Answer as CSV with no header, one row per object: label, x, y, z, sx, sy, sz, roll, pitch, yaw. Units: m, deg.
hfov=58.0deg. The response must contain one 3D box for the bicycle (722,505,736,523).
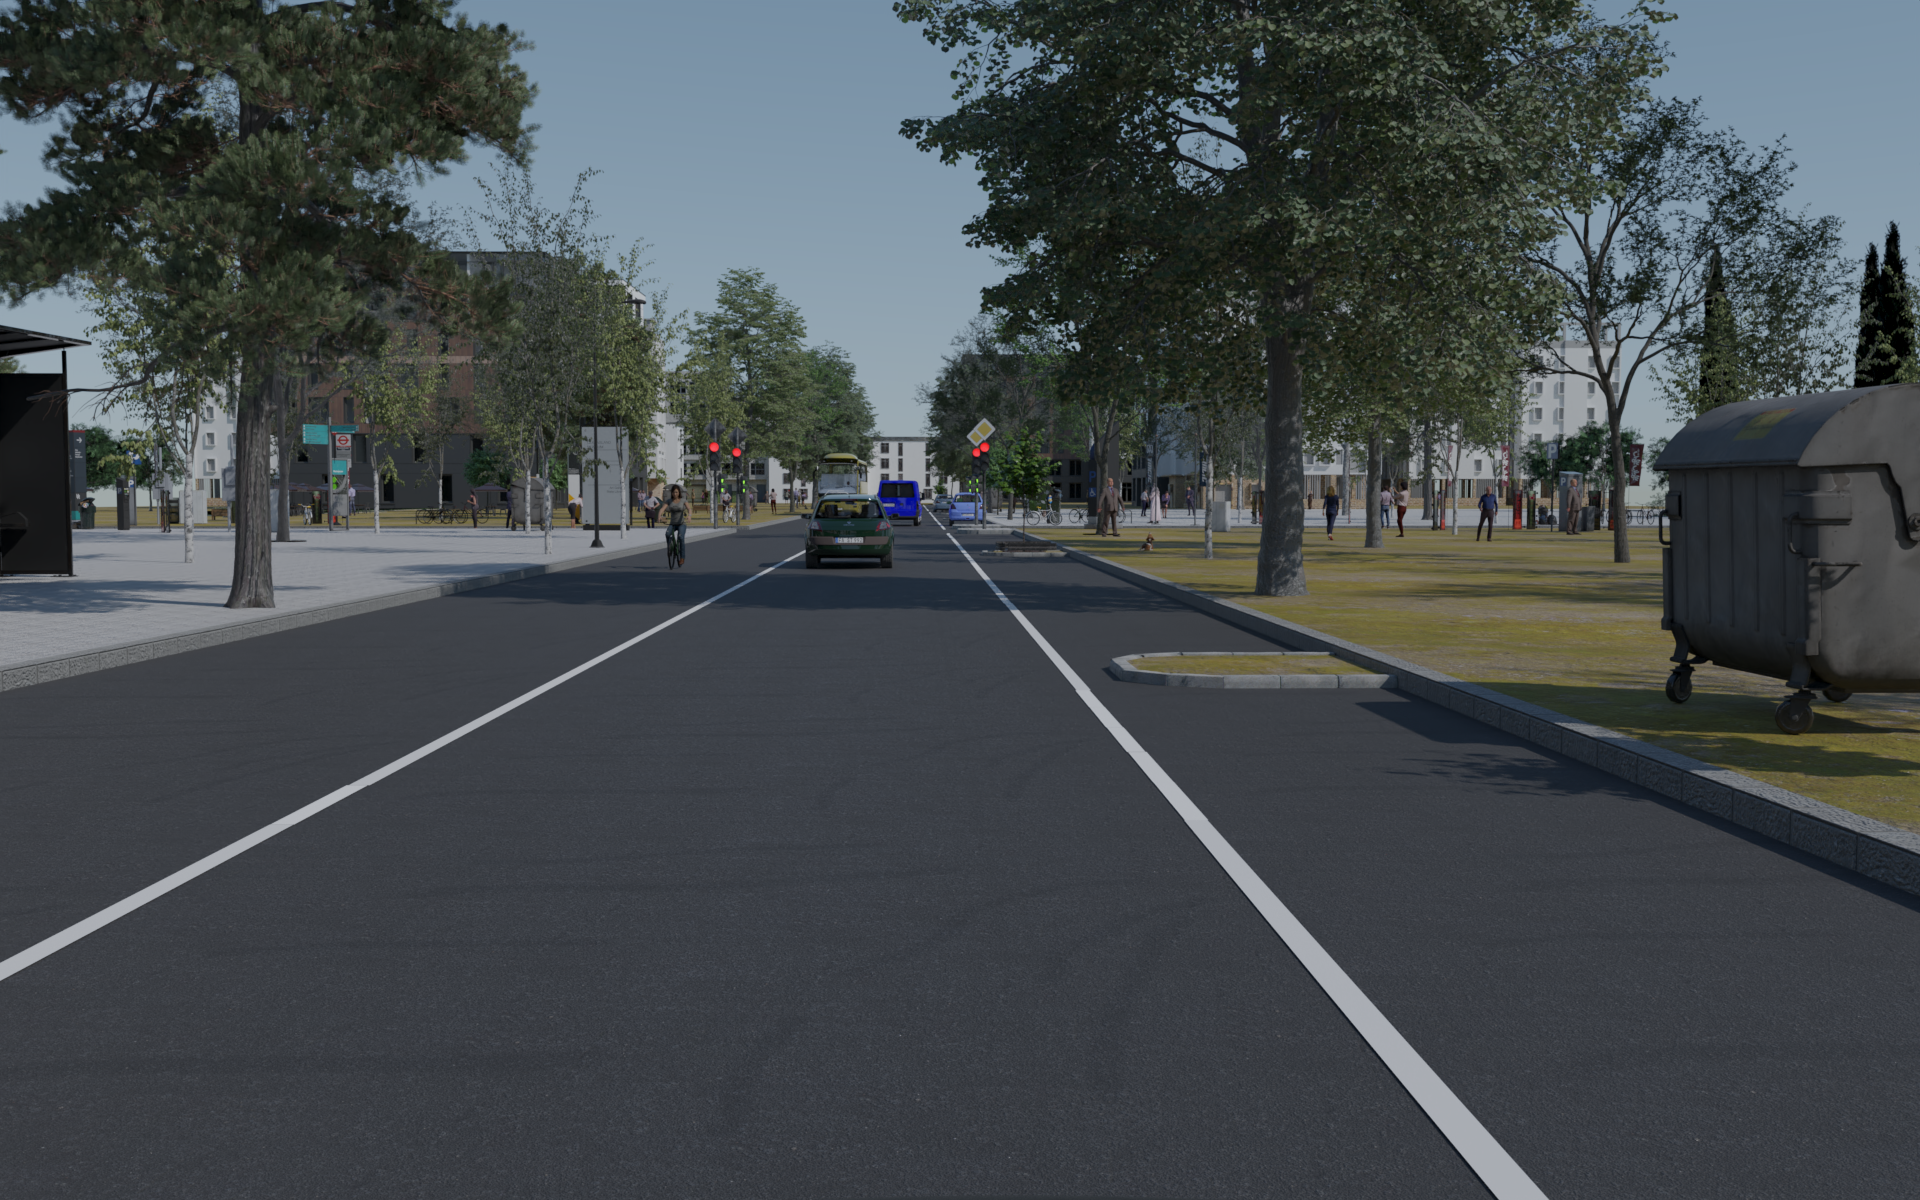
bicycle,-10.241,-3.898,76.951,0.635,0.972,1.543,1,4,15

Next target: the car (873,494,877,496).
car,-9.283,-11.117,193.771,2.014,1.417,4.499,0,4,-2

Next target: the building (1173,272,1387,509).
building,27.964,-18.147,153.116,16.016,20.091,11.380,0,4,-2

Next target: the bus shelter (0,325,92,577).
bus shelter,-14.150,-1.983,23.707,1.731,3.624,6.357,0,4,-2

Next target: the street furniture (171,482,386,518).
street furniture,-44.346,-6.266,107.484,14.083,1.986,27.439,0,4,-6

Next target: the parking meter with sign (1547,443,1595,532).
parking meter with sign,20.952,-3.858,59.336,1.738,3.016,0.543,-1,4,-23

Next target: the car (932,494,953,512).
car,-1.237,-7.644,136.978,2.014,1.417,4.499,0,4,-2

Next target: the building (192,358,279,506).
building,-77.373,-20.673,194.421,11.380,20.091,16.016,0,4,-2

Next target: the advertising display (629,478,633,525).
advertising display,-13.510,-4.029,71.083,0.123,1.923,0.974,-1,4,-12

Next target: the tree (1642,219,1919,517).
tree,45.050,-11.554,90.734,18.604,14.587,13.155,2,4,34

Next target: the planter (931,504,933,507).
planter,-2.759,-10.977,200.615,1.991,0.319,1.994,0,4,-2

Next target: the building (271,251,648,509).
building,-45.796,-19.452,162.012,27.936,21.610,32.646,0,4,-2

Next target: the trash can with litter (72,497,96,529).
trash can with litter,-31.907,-3.150,62.898,1.055,1.170,0.624,1,4,22

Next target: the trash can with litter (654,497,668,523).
trash can with litter,-13.325,-4.015,77.028,0.624,1.170,1.055,-3,5,-42

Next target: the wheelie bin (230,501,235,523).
wheelie bin,-31.577,-4.141,75.617,0.693,1.594,0.980,-2,4,-35

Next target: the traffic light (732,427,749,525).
traffic light,-9.100,-5.002,71.020,0.839,4.213,0.868,0,4,-2

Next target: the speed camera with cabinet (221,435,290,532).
speed camera with cabinet,-23.663,-3.904,58.168,2.038,3.252,0.660,0,4,-1

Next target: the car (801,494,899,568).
car,-2.210,-1.528,34.771,2.009,1.686,4.222,0,4,-3

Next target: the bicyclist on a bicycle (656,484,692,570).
bicyclist on a bicycle,-5.449,-1.419,33.214,1.499,1.676,1.625,0,3,0

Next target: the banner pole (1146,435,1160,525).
banner pole,8.108,-5.078,73.047,0.401,3.779,0.863,-3,4,-37

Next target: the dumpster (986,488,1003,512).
dumpster,2.437,-7.182,123.182,1.264,1.857,1.865,0,4,-2

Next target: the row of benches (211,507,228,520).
row of benches,-36.194,-4.278,85.401,4.104,0.672,1.422,-1,4,-14

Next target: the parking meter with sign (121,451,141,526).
parking meter with sign,-33.850,-4.545,70.572,0.543,3.016,1.738,-3,4,-39

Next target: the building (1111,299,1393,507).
building,32.320,-21.065,188.386,27.936,21.610,32.646,0,4,-2

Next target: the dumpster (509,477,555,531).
dumpster,-14.919,-3.340,60.366,1.264,1.857,1.865,0,4,-2

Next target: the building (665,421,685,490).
building,-46.160,-15.658,198.152,28.070,9.664,9.099,0,4,-2

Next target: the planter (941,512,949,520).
planter,0.042,-4.582,96.058,1.991,0.319,1.994,0,4,-2

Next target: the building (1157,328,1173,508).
building,27.137,-18.914,165.665,16.016,20.091,11.380,0,4,-2

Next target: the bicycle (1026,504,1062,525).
bicycle,3.424,-3.529,70.915,1.543,0.972,0.635,0,4,-1

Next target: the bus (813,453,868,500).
bus,-7.281,-7.125,108.036,2.896,3.916,12.252,0,4,0

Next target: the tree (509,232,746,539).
tree,-9.436,-6.054,49.351,4.737,8.622,4.395,0,3,0

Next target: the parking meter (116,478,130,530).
parking meter,-29.618,-3.400,61.301,0.399,1.863,0.255,2,4,23

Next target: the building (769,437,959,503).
building,-13.656,-19.039,253.431,28.070,9.664,9.099,0,4,-2

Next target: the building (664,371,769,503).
building,-43.554,-23.903,257.264,31.486,18.905,16.747,0,4,-2

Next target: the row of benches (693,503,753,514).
row of benches,-15.579,-6.044,114.281,4.104,0.672,1.422,1,4,10

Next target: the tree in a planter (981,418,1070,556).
tree in a planter,1.510,-2.658,40.673,1.991,3.239,1.994,0,4,-2

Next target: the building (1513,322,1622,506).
building,66.491,-20.833,197.042,11.380,20.091,16.016,0,4,-2

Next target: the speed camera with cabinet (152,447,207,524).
speed camera with cabinet,-33.246,-4.859,73.775,2.038,3.252,0.660,0,4,-8

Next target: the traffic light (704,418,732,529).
traffic light,-8.888,-4.513,63.038,0.839,4.213,0.868,0,4,-2

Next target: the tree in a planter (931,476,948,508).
tree in a planter,-2.016,-10.757,173.098,1.991,3.239,1.994,0,4,-2

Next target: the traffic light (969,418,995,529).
traffic light,0.870,-4.530,63.313,0.839,4.213,0.868,0,4,-2

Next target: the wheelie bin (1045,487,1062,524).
wheelie bin,4.065,-4.102,74.981,0.693,1.594,0.980,1,4,8

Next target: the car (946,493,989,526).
car,0.346,-4.223,78.643,1.945,1.707,3.694,0,3,0

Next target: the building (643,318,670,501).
building,-39.513,-20.048,184.205,16.016,20.091,11.380,0,4,-2

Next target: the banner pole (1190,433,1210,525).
banner pole,9.897,-4.960,71.120,0.863,3.779,0.401,1,4,13

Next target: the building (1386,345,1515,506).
building,54.285,-20.834,197.059,11.380,20.091,16.016,0,4,-2

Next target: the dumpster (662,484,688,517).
dumpster,-16.046,-5.603,97.363,1.264,1.857,1.865,0,4,-2

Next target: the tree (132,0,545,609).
tree,-7.966,-5.953,19.386,6.751,12.117,7.091,0,3,0

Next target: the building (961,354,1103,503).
building,16.433,-25.661,263.532,32.646,21.610,27.936,0,4,-2

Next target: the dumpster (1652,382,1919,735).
dumpster,4.934,-0.252,9.879,1.264,1.857,1.865,0,4,-2

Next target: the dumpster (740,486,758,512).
dumpster,-15.494,-7.402,126.788,1.264,1.857,1.865,0,4,-1

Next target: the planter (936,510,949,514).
planter,-0.693,-6.254,123.390,1.991,0.319,1.994,0,4,-2

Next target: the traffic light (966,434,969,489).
traffic light,0.657,-5.018,71.295,0.839,4.213,0.868,0,4,-2

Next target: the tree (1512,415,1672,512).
tree,49.936,-9.954,125.651,20.602,7.101,11.467,2,4,30

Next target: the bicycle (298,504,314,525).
bicycle,-26.892,-3.558,71.397,0.635,0.972,1.543,-2,4,-32
